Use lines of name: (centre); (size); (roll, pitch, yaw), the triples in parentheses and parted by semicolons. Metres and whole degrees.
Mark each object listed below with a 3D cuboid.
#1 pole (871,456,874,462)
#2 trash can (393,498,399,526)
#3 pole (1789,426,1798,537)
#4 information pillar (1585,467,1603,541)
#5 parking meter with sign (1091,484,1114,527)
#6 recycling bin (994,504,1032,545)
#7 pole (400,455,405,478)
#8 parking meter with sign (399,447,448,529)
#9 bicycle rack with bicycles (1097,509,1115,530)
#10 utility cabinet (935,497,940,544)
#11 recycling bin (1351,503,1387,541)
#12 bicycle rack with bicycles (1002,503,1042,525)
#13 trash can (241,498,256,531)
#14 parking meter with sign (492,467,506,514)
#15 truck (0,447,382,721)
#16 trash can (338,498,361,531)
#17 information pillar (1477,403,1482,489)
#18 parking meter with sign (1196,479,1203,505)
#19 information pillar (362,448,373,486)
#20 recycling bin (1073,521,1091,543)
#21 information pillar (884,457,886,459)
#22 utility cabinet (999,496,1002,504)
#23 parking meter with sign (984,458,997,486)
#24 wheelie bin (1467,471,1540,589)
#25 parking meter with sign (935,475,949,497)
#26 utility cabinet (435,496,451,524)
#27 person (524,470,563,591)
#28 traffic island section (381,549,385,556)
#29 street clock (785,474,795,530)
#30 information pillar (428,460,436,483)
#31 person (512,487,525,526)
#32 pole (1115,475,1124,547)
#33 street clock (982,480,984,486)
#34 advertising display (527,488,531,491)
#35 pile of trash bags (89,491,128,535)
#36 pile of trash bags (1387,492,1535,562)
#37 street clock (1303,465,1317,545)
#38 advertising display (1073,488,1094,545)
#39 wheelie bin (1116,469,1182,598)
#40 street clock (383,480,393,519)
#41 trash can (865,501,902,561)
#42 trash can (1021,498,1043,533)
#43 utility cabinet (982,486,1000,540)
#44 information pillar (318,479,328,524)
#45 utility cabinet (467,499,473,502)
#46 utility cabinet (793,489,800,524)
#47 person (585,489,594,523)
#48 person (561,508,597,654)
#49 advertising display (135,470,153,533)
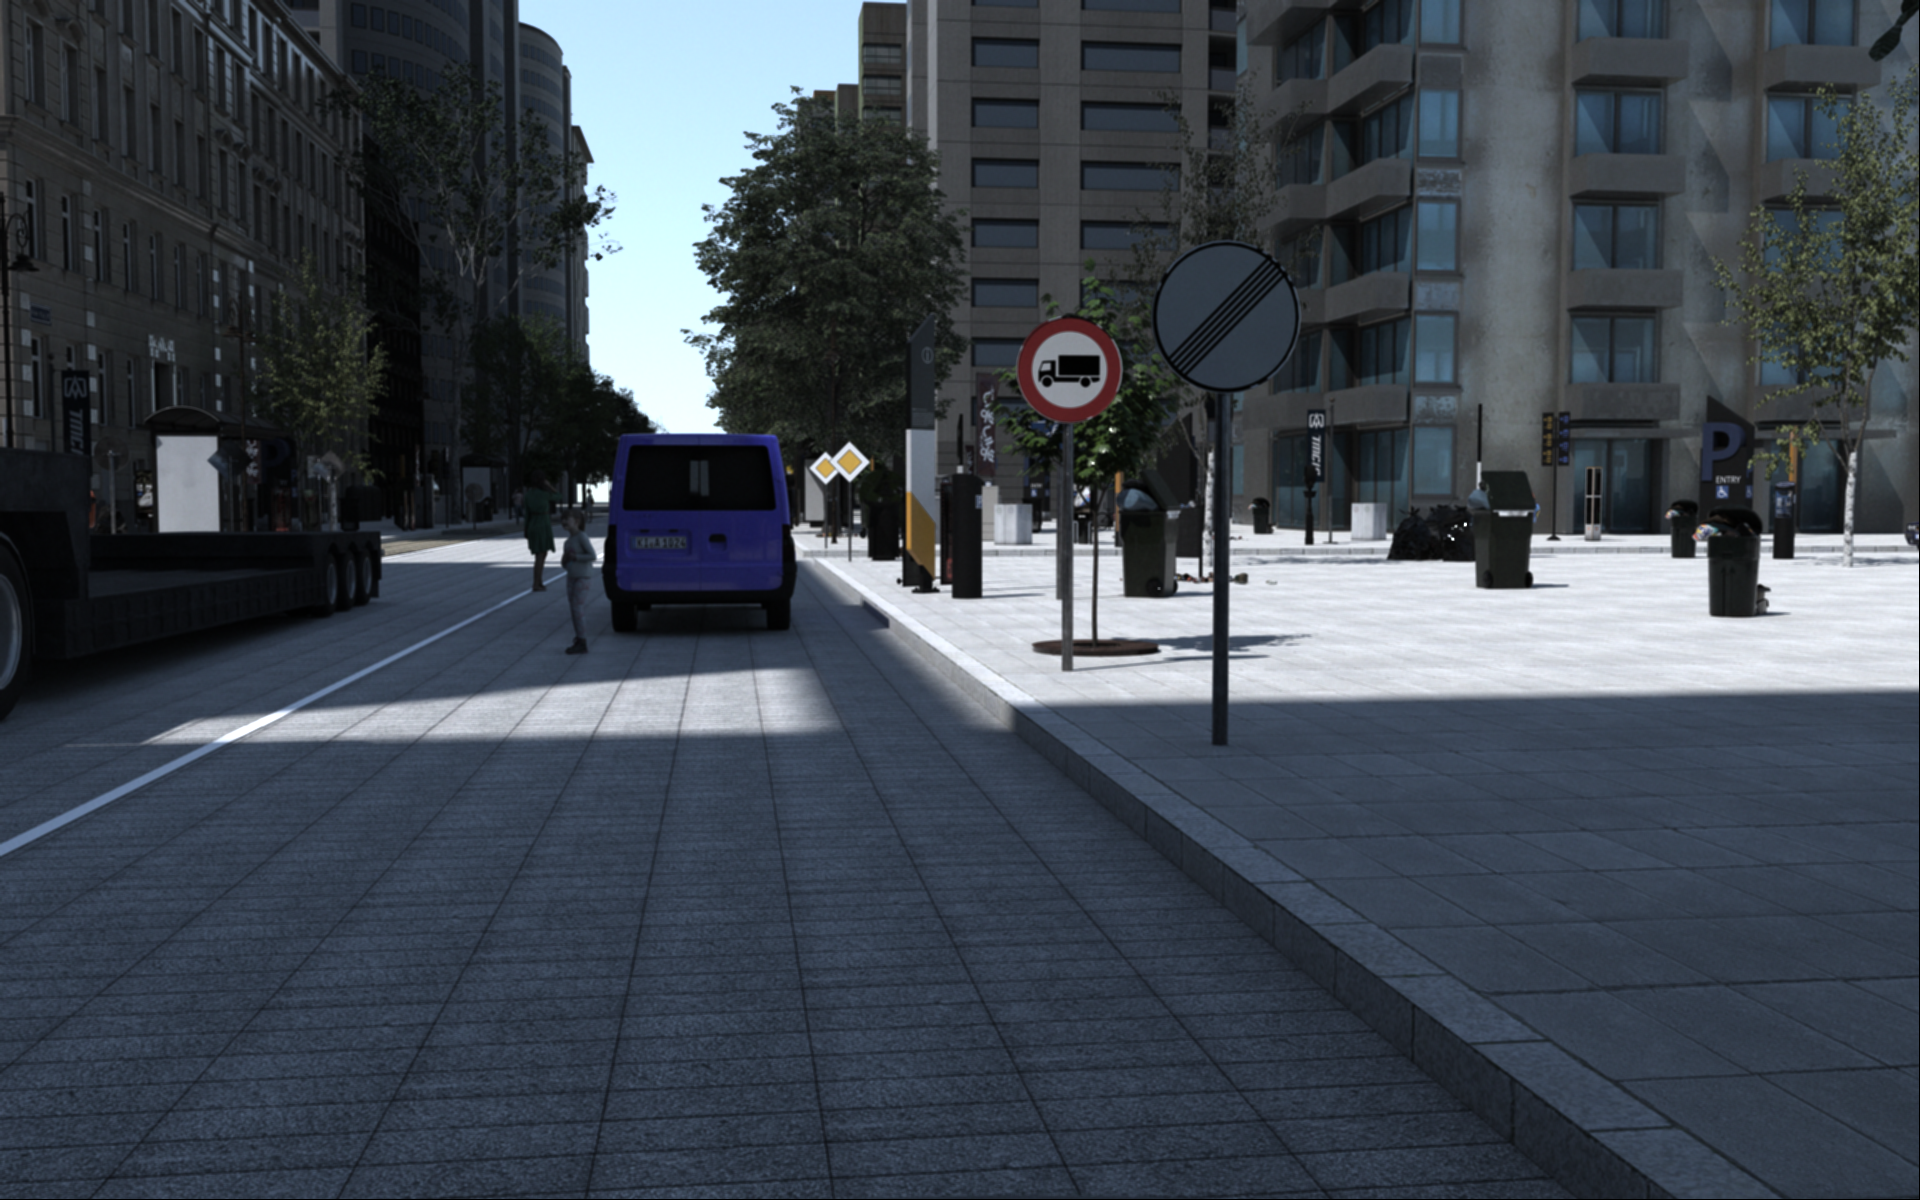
pole: (-4.664, -6.018, 92.241); (0.158, 3.312, 0.155); (0, 3, 0)
trash can: (-22.383, -3.536, 69.467); (0.748, 1.137, 0.748); (0, 3, 0)
pole: (24.926, -3.548, 51.847); (0.158, 3.312, 0.155); (0, 3, 0)
information pillar: (17.286, -2.616, 47.258); (0.304, 2.012, 0.304); (-1, 4, -20)
parking meter with sign: (5.594, -4.321, 66.906); (0.543, 3.016, 1.738); (-3, 4, -38)
recycling bin: (1.346, -1.908, 43.745); (0.722, 1.027, 0.722); (3, 4, 37)
pole: (-29.578, -5.993, 91.824); (0.158, 3.312, 0.155); (0, 3, 0)
parking meter with sign: (-19.999, -4.179, 64.586); (1.738, 3.016, 0.543); (-1, 4, -9)
bicycle rack with bicycles: (6.661, -2.995, 62.356); (2.925, 0.926, 2.852); (2, 4, 35)
utility cabinet: (-0.913, -2.010, 44.030); (1.020, 1.237, 0.306); (-2, 4, -33)
recycling bin: (11.353, -2.173, 48.079); (0.722, 1.027, 0.722); (-3, 5, -44)
bicycle rack with bicycles: (2.312, -3.551, 71.439); (2.852, 0.926, 2.925); (0, 4, 6)
trash can: (-23.335, -2.738, 56.418); (0.748, 1.137, 0.748); (0, 3, 0)
parking meter with sign: (-30.236, -7.075, 111.936); (1.738, 3.016, 0.543); (0, 4, 5)
truck: (-7.566, -1.452, 13.496); (2.967, 4.110, 18.799); (0, 4, -8)
trash can: (-20.812, -2.900, 59.067); (0.748, 1.137, 0.748); (0, 3, 0)
information pillar: (13.494, -3.284, 45.047); (0.183, 3.616, 0.504); (1, 4, 15)
parking meter with sign: (12.027, -5.626, 88.242); (1.738, 3.016, 0.543); (0, 4, 8)
information pillar: (-29.755, -5.847, 86.958); (0.504, 3.616, 0.183); (-1, 4, -10)
recycling bin: (3.032, -2.048, 46.036); (0.722, 1.027, 0.722); (-1, 4, -14)
information pillar: (-4.824, -7.264, 110.126); (0.183, 3.616, 0.504); (1, 4, 14)
utility cabinet: (1.144, -3.430, 67.236); (1.020, 1.237, 0.306); (-2, 4, -35)
parking meter with sign: (1.376, -5.261, 82.278); (0.543, 3.016, 1.738); (1, 4, 10)
wheelie bin: (7.371, -0.962, 23.630); (0.980, 1.594, 0.693); (0, 4, -8)
parking meter with sign: (-0.817, -4.483, 69.566); (1.738, 3.016, 0.543); (3, 5, 44)
utility cabinet: (-21.953, -3.849, 74.090); (1.020, 1.237, 0.306); (-2, 4, -24)
person: (-6.255, -1.037, 25.704); (0.600, 1.795, 0.529); (1, 4, 16)
traffic island section: (-14.275, -1.042, 39.311); (2.009, 0.180, 2.903); (0, 4, -8)
street clock: (-6.156, -3.553, 62.662); (0.358, 2.002, 0.471); (-2, 4, -27)
information pillar: (-32.591, -7.068, 106.915); (0.504, 3.616, 0.183); (1, 4, 13)
person: (-19.846, -4.226, 78.189); (0.643, 1.750, 0.593); (2, 4, 26)
pole: (3.835, -2.922, 41.611); (0.158, 3.312, 0.155); (0, 3, 0)
street clock: (0.987, -5.035, 86.886); (0.471, 2.002, 0.358); (0, 4, -2)
advertising display: (-26.729, -6.345, 108.957); (0.974, 1.923, 0.123); (-3, 5, -41)
pile of trash bags: (-20.953, -1.942, 41.509); (1.912, 1.369, 3.447); (-2, 4, -26)
pile of trash bags: (10.166, -1.495, 34.192); (3.447, 1.369, 1.912); (-2, 4, -35)
street clock: (8.833, -2.395, 43.736); (0.358, 2.002, 0.471); (0, 4, 2)
advertising display: (3.162, -2.395, 44.376); (0.123, 1.923, 0.974); (-2, 4, -24)
wheelie bin: (2.341, -0.839, 21.634); (0.693, 1.594, 0.980); (2, 4, 24)
street clock: (-29.916, -5.264, 90.631); (0.358, 2.002, 0.471); (2, 4, 26)
trash can: (-1.475, -1.335, 33.485); (0.748, 1.137, 0.748); (0, 3, 0)
trash can: (2.364, -2.767, 56.900); (0.748, 1.137, 0.748); (0, 3, 0)
utility cabinet: (0.480, -2.362, 47.289); (1.173, 1.500, 0.318); (1, 4, 9)
information pillar: (-27.720, -4.334, 75.356); (0.304, 2.012, 0.304); (1, 4, 8)
utility cabinet: (-23.430, -4.395, 83.020); (0.306, 1.237, 1.020); (-1, 4, -12)
utility cabinet: (-7.073, -3.925, 72.859); (0.318, 1.500, 1.173); (1, 4, 14)
person: (-18.299, -4.649, 85.508); (0.522, 1.701, 0.512); (0, 4, 3)
person: (-3.467, -0.175, 15.641); (0.425, 1.301, 0.394); (2, 4, 25)
advertising display: (-21.590, -2.524, 46.483); (0.974, 1.923, 0.123); (-1, 4, -13)
